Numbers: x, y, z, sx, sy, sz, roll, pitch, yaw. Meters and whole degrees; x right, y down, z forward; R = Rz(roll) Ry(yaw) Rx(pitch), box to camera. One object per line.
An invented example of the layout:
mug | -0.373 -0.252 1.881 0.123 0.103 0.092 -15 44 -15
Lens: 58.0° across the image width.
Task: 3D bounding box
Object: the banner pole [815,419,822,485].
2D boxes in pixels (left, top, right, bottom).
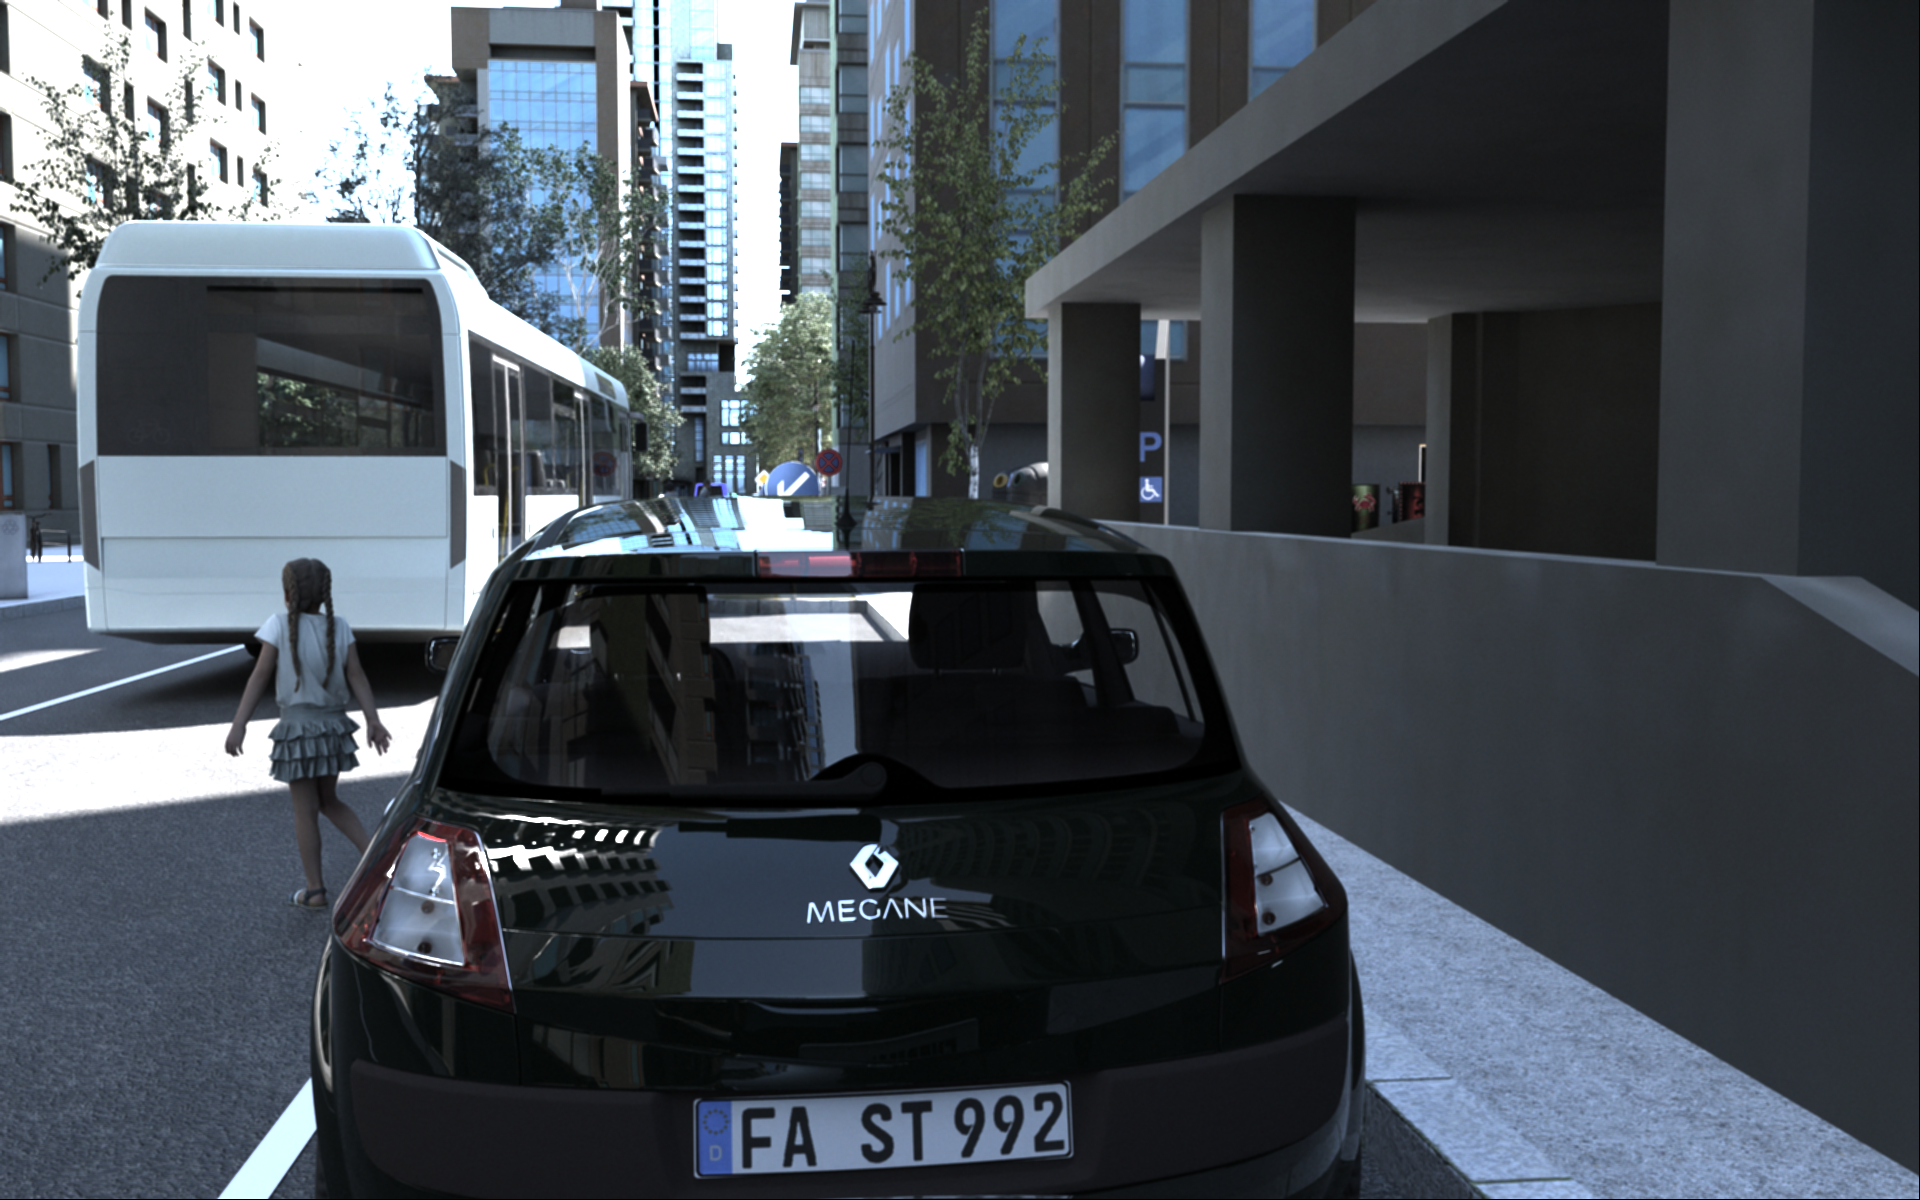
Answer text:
banner pole | -4.724 -4.155 57.958 0.401 3.779 0.863 -1 4 -18

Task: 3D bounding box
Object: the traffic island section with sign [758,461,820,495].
traffic island section with sign | -2.206 -0.797 21.651 1.989 1.847 2.006 0 4 -7

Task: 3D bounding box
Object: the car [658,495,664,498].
car | -20.295 -6.613 120.488 2.083 1.381 4.827 0 4 -5

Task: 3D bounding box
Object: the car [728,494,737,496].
car | -18.805 -8.074 140.812 1.959 1.807 4.718 0 4 -8

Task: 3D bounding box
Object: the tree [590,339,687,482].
tree | -25.197 -12.964 128.970 9.611 12.733 9.660 0 3 0

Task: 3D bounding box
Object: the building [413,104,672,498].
building | -51.267 -36.300 213.113 30.456 49.044 23.786 0 4 -7

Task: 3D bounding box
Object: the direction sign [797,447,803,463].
direction sign | -7.769 -5.631 84.071 0.379 3.537 0.876 -1 4 -23

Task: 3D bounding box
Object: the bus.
bus | -5.285 -1.437 18.353 2.948 3.499 13.247 0 4 -5

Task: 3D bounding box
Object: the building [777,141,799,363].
building | -11.210 -34.164 213.210 22.147 44.769 28.867 0 4 -7

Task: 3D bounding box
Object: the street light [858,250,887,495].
street light | -1.669 -3.685 33.034 0.468 5.910 1.993 0 4 -7

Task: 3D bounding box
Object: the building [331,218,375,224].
building | -86.333 -33.880 245.814 23.993 40.220 32.217 0 4 -7

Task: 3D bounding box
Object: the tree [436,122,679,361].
tree | -20.830 -14.239 88.701 12.611 20.169 13.585 0 3 0

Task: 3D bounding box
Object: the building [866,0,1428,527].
building | 5.149 -23.893 40.759 14.600 45.320 14.200 0 4 -7

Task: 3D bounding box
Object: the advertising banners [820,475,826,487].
advertising banners | -11.222 -8.367 132.983 2.074 3.025 0.090 0 4 -4

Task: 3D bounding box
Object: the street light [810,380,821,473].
street light | -5.848 -5.966 70.327 0.468 5.910 1.993 0 4 -7

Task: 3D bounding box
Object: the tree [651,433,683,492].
tree | -33.937 -15.229 199.357 4.737 8.622 4.395 0 3 0

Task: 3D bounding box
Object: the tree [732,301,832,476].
tree | -10.280 -12.594 112.565 9.857 13.997 8.962 0 3 0

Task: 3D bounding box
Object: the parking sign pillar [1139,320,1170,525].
parking sign pillar | 2.662 -2.173 23.995 1.447 3.967 1.447 1 4 9

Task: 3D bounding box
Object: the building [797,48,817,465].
building | -8.236 -29.362 163.670 14.154 41.232 14.086 0 4 -7

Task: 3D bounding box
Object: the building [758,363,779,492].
building | -15.000 -24.950 252.973 28.899 21.520 27.650 0 4 -7

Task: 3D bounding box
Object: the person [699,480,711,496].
person | -6.749 -2.287 46.014 0.853 1.813 0.709 -1 4 -15

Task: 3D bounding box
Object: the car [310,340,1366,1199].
car | -0.397 0.331 4.380 2.009 1.686 4.222 -1 4 -8

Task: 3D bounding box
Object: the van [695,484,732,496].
van | -14.851 -6.079 103.773 2.240 2.365 5.245 0 4 -5

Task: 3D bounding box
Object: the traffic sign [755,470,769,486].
traffic sign | -7.970 -4.093 70.567 0.795 2.450 0.064 0 4 -7

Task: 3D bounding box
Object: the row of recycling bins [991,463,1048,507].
row of recycling bins | 1.045 -1.047 24.233 1.069 1.692 3.534 0 4 -4

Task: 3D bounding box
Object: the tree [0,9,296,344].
tree | -12.812 -4.719 27.526 4.360 8.622 3.978 0 3 0

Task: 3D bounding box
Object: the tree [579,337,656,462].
tree | -22.084 -10.353 103.691 8.767 10.594 7.601 1 4 14

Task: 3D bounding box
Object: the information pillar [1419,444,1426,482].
information pillar | 7.012 -1.296 25.679 0.304 2.012 0.304 -3 4 -36

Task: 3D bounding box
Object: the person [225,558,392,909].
person | -2.233 0.464 5.937 0.382 1.210 0.505 3 5 43

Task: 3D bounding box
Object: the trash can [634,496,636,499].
trash can | -28.037 -8.362 148.377 0.748 1.137 0.748 0 3 0

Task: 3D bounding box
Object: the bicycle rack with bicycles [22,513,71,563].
bicycle rack with bicycles | -17.925 -1.155 32.267 2.852 0.926 2.925 -3 5 -43

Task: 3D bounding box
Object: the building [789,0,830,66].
building | -3.509 -36.467 185.480 28.713 52.752 27.495 0 4 -7

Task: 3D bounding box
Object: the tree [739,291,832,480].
tree | -8.640 -10.963 97.371 7.486 12.596 7.792 0 3 0

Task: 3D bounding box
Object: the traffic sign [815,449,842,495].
traffic sign | -3.712 -2.991 49.003 0.768 2.556 0.104 0 4 -6

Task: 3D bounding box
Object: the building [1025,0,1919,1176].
building | 17.162 -19.418 9.367 32.217 40.220 23.993 0 4 -7

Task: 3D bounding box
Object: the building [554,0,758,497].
building | -44.505 -57.018 244.912 31.000 86.520 22.319 0 4 -7

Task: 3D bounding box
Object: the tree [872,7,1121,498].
tree | 0.403 -4.712 27.399 4.737 8.622 4.395 0 3 0

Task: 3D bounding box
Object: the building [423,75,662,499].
building | -42.677 -32.106 179.558 22.147 44.769 28.867 0 4 -7

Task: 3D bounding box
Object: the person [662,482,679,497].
person | -8.172 -2.458 49.041 0.532 1.782 0.716 3 5 44

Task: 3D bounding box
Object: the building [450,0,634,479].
building | -37.534 -31.084 158.341 14.600 45.320 14.200 0 4 -7

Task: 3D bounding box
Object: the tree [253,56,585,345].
tree | -15.334 -8.423 48.093 12.009 13.543 11.850 0 3 0

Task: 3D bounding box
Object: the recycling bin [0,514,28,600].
recycling bin | -11.883 -0.530 21.226 0.722 1.027 0.722 -2 4 -35

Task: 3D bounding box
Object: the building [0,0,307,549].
building | -37.720 -12.596 50.976 28.899 21.520 27.650 0 4 -7

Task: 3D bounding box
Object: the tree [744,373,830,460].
tree | -11.717 -11.658 125.016 8.767 10.594 7.601 0 4 7

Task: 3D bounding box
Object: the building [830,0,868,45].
building | 2.226 -23.193 62.795 14.154 41.232 14.086 0 4 -7

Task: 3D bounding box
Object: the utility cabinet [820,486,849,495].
utility cabinet | -3.724 -2.560 50.531 0.318 1.500 1.173 2 4 34

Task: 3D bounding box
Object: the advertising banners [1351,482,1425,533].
advertising banners | 5.918 -1.614 22.585 2.074 3.025 0.090 -1 4 -16

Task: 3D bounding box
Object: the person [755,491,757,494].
person | -18.789 -9.124 158.205 0.750 1.759 0.617 1 4 14

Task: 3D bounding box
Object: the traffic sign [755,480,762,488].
traffic sign | -8.900 -4.578 78.498 0.795 2.450 0.064 0 4 -7
